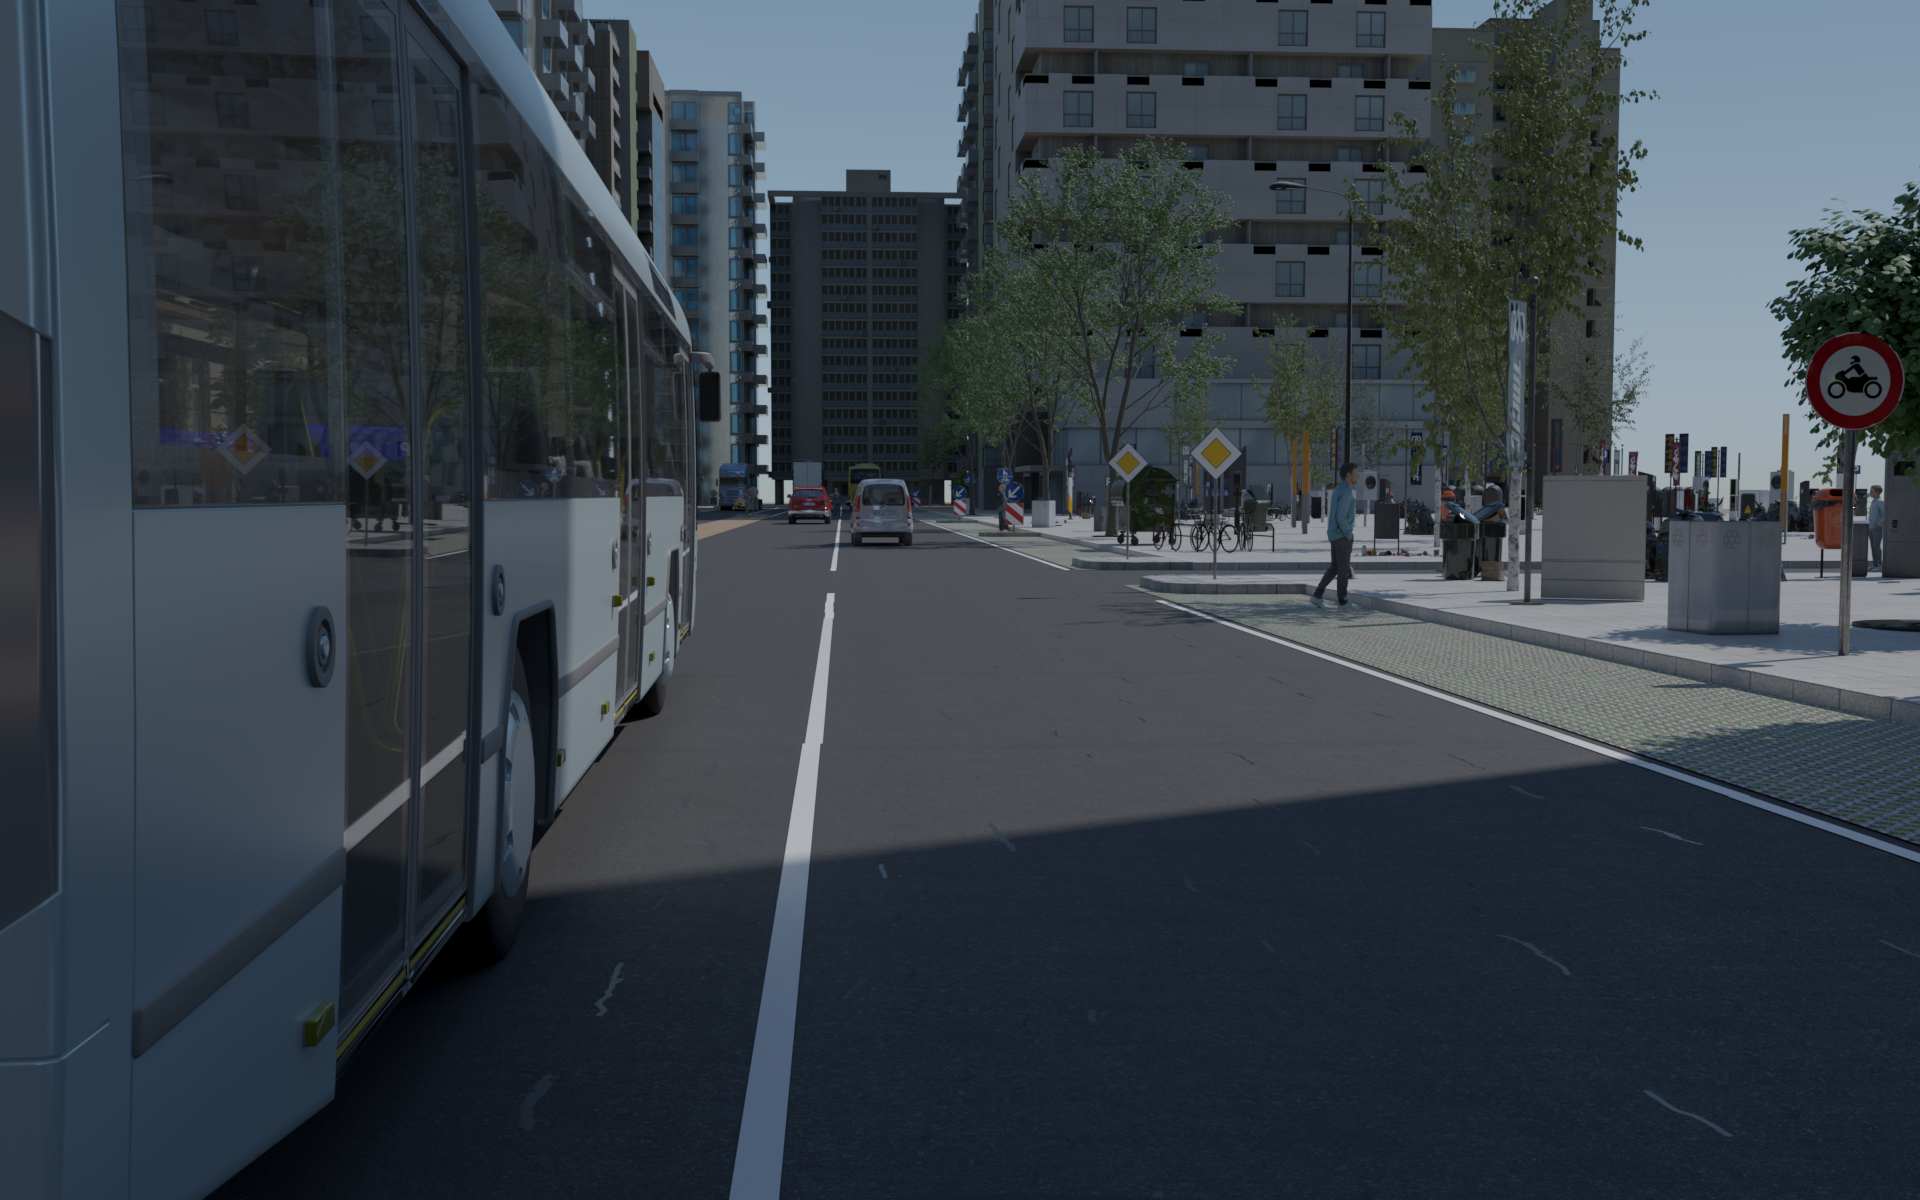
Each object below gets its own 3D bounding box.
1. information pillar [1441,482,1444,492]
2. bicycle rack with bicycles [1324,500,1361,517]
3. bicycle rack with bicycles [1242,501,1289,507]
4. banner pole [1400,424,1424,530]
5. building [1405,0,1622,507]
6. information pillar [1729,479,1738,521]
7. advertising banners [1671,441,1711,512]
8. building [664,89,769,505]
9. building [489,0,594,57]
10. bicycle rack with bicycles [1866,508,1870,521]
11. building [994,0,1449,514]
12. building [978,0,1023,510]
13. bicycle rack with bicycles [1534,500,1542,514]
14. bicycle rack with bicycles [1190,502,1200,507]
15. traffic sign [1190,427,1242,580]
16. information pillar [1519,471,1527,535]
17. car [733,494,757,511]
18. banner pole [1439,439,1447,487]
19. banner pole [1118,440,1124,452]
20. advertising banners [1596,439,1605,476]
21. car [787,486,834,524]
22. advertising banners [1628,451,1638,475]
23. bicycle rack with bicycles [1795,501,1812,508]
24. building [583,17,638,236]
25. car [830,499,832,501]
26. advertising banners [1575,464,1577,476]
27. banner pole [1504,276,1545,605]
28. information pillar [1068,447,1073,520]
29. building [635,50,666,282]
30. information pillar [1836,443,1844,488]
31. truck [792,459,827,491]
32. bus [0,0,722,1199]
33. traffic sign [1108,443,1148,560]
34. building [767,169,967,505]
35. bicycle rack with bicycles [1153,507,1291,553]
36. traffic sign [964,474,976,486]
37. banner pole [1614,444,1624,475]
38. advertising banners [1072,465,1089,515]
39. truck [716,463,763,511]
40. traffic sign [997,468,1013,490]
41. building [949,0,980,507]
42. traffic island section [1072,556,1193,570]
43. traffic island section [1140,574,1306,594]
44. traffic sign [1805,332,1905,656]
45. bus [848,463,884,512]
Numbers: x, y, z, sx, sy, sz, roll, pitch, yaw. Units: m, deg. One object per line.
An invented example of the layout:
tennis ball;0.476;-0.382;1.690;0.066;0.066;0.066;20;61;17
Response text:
information pillar;28.780;-6.030;103.074;0.304;2.012;0.304;2;4;32
bicycle rack with bicycles;20.670;-5.139;97.404;2.852;0.926;2.925;-3;4;-37
bicycle rack with bicycles;14.201;-4.215;82.292;2.925;0.926;2.852;-1;4;-19
banner pole;16.098;-4.383;61.681;0.863;3.779;0.401;-1;4;-15
building;54.072;-33.709;174.836;21.600;48.544;21.300;0;4;-4
information pillar;37.199;-4.818;83.272;0.304;2.012;0.304;3;4;38
advertising banners;24.071;-3.728;57.143;0.090;3.025;2.074;-1;4;-12
building;-38.034;-35.768;204.423;30.456;49.044;23.786;0;4;-4
building;-37.964;-30.713;121.770;23.786;49.044;30.456;0;4;-4
bicycle rack with bicycles;45.322;-4.332;84.215;2.852;0.926;2.925;2;4;33
building;16.855;-32.678;123.518;28.713;52.752;27.495;0;4;-4
building;8.411;-28.179;144.318;14.154;41.232;14.086;0;4;-4
bicycle rack with bicycles;36.456;-5.826;108.635;2.852;0.926;2.925;-2;4;-31
bicycle rack with bicycles;9.909;-4.027;79.227;2.852;0.926;2.925;3;5;42
traffic sign;3.818;-1.362;25.916;0.795;2.450;0.064;0;4;-4
information pillar;17.582;-3.056;54.456;0.304;2.012;0.304;-2;4;-35
car;-17.985;-8.257;145.219;2.015;1.641;3.980;0;4;-2
banner pole;21.843;-5.405;78.387;0.401;3.779;0.863;-1;4;-12
banner pole;7.530;-5.574;81.145;0.401;3.779;0.863;-1;4;-14
advertising banners;20.519;-3.583;54.766;0.090;3.025;2.074;0;4;4
car;-7.278;-4.613;84.089;2.281;1.827;5.304;0;4;-4
advertising banners;27.233;-4.614;71.630;0.090;3.025;2.074;-2;4;-24
bicycle rack with bicycles;54.454;-5.840;108.863;2.925;0.926;2.852;-2;4;-32
building;-34.676;-28.191;144.510;14.154;41.232;14.086;0;4;-4
car;-10.167;-6.846;123.735;2.131;1.459;4.920;0;4;-5
advertising banners;31.850;-5.692;89.251;0.090;3.025;2.074;1;4;12
banner pole;6.441;-1.825;19.859;0.401;3.779;0.863;3;5;42
information pillar;5.513;-5.832;86.706;0.183;3.616;0.504;1;4;20
building;-37.080;-31.942;172.358;14.200;45.320;14.600;0;4;-4
information pillar;35.673;-4.808;69.959;0.504;3.616;0.183;1;4;9
truck;-12.622;-9.559;145.200;2.839;4.237;11.283;0;4;-3
bus;-2.884;-0.825;8.341;2.948;3.499;13.247;0;4;-5
traffic sign;3.280;-1.850;33.883;0.795;2.450;0.064;0;4;-4
building;-11.111;-31.692;210.052;23.993;40.220;32.217;0;4;-4
bicycle rack with bicycles;5.807;-1.558;38.855;2.852;0.926;2.925;-1;4;-10
traffic sign;0.636;-6.614;108.247;0.768;2.556;0.104;0;4;4
banner pole;32.967;-5.914;86.706;0.863;3.779;0.401;-2;4;-30
advertising banners;7.238;-6.653;104.969;0.090;3.025;2.074;3;4;37
truck;-19.800;-10.224;156.921;2.967;4.110;18.799;0;4;-2
traffic sign;2.236;-5.249;85.932;0.768;2.556;0.104;0;4;1
building;11.273;-33.452;166.552;23.786;49.044;30.456;0;4;-4
traffic island section;3.303;-0.714;33.961;2.009;0.180;2.903;0;4;-4
traffic island section;3.841;-0.227;25.994;2.009;0.180;2.903;0;4;-4
traffic sign;7.029;-0.831;13.701;0.768;2.556;0.104;0;4;2
bus;-7.508;-8.999;138.680;2.896;3.916;12.252;0;4;-2
